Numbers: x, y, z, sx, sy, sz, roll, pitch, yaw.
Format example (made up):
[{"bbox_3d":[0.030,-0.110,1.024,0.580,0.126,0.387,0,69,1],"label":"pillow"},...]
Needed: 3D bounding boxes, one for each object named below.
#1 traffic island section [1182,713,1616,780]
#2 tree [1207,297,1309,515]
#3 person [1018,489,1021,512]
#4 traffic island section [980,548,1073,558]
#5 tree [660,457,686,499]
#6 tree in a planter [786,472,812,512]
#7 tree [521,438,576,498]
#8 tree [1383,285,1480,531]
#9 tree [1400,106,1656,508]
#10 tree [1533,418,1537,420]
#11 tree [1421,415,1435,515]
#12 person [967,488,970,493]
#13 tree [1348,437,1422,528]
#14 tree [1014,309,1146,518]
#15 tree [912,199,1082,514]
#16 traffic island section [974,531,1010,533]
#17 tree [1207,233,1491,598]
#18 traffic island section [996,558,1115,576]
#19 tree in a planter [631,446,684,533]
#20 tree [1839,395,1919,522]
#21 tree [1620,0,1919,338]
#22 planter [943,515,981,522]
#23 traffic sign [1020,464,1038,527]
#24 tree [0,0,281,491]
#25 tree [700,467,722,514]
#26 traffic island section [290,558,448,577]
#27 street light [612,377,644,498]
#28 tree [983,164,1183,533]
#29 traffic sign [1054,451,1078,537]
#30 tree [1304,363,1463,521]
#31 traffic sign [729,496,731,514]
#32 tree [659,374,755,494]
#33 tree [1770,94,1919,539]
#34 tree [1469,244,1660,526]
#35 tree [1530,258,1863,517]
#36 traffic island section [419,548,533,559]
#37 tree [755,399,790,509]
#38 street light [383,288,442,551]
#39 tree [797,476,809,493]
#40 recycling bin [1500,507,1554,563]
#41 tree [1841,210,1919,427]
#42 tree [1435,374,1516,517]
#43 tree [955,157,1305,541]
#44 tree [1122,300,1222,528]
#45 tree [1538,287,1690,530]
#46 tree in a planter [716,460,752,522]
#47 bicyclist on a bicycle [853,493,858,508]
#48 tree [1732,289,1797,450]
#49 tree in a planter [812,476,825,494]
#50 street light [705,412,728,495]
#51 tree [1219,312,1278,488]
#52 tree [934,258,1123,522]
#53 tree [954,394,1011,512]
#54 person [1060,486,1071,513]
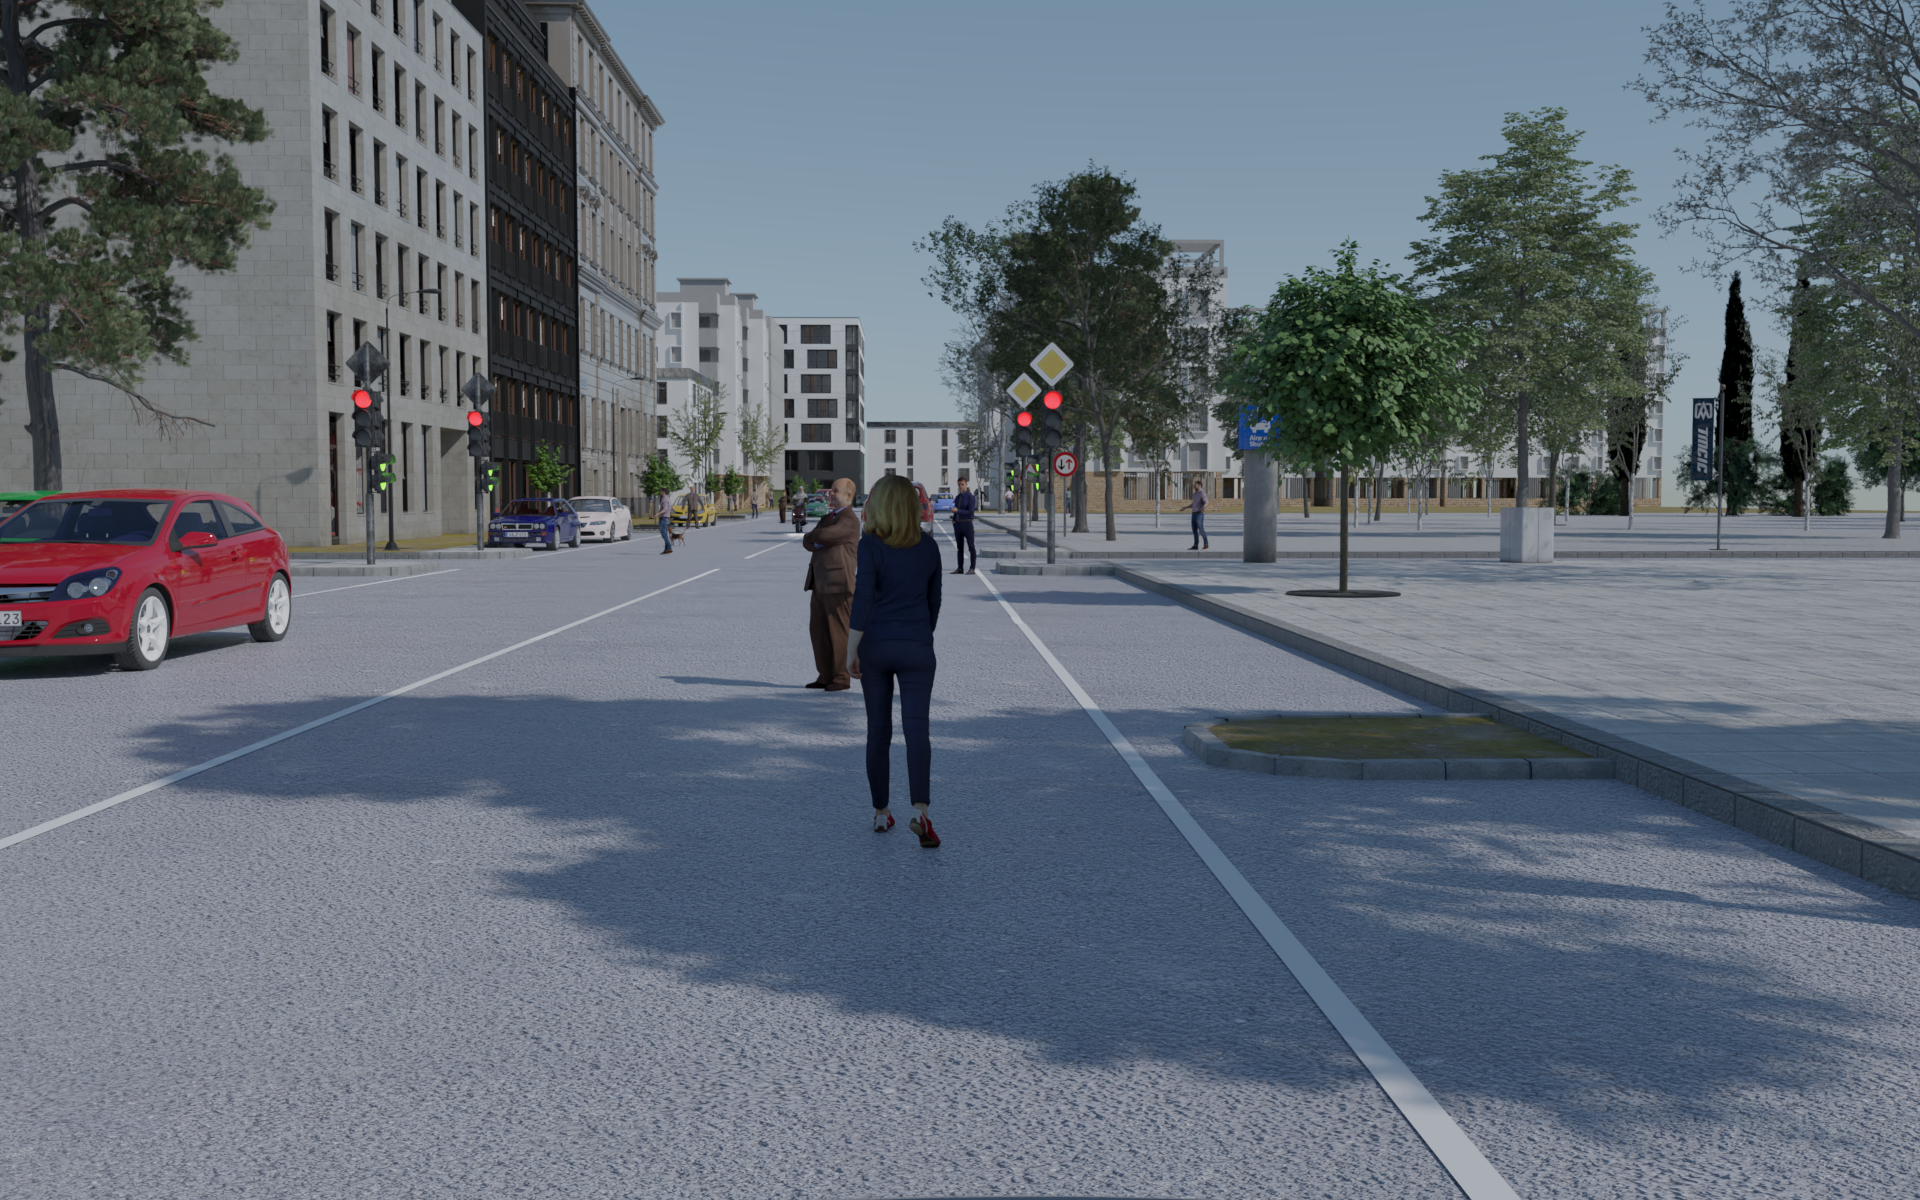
[{"bbox_3d":[2.290,0.807,9.675,1.991,0.108,1.994,0,4,-2],"label":"traffic island section"},{"bbox_3d":[19.691,-12.320,108.091,9.857,13.997,8.962,0,3,0],"label":"tree"},{"bbox_3d":[4.457,-7.392,126.537,0.705,1.869,1.348,0,4,8],"label":"person"},{"bbox_3d":[1.481,-1.074,39.847,2.009,0.180,2.903,0,4,-2],"label":"traffic island section"},{"bbox_3d":[-15.185,-5.821,89.769,1.663,3.219,1.824,0,3,0],"label":"tree"},{"bbox_3d":[-13.363,-8.806,141.202,1.991,3.239,1.994,0,4,-2],"label":"tree in a planter"},{"bbox_3d":[-14.465,-4.007,60.113,1.663,3.219,1.824,0,3,0],"label":"tree"},{"bbox_3d":[16.088,-6.723,60.287,4.360,8.622,3.978,0,3,0],"label":"tree"},{"bbox_3d":[16.624,-8.141,51.225,7.486,12.596,7.792,0,3,0],"label":"tree"},{"bbox_3d":[28.937,-8.057,82.089,4.360,8.622,3.978,0,3,0],"label":"tree"},{"bbox_3d":[17.421,-7.587,74.416,4.737,8.622,4.395,0,3,0],"label":"tree"},{"bbox_3d":[0.699,-9.449,160.539,1.348,1.824,0.705,1,4,13],"label":"person"},{"bbox_3d":[14.813,-7.048,65.605,4.737,8.622,4.395,0,3,0],"label":"tree"},{"bbox_3d":[6.601,-10.761,94.070,7.486,12.596,7.792,0,3,0],"label":"tree"},{"bbox_3d":[3.912,-15.509,109.455,12.611,20.169,13.585,0,3,0],"label":"tree"},{"bbox_3d":[0.818,-2.547,64.503,1.991,0.108,1.994,0,4,-2],"label":"traffic island section"},{"bbox_3d":[4.823,-2.341,21.992,4.285,4.588,4.351,0,3,0],"label":"tree"},{"bbox_3d":[1.695,-0.586,31.865,2.009,0.180,2.903,0,4,-2],"label":"traffic island section"},{"bbox_3d":[-11.295,-4.089,64.074,1.991,3.239,1.994,0,4,-2],"label":"tree in a planter"},{"bbox_3d":[49.854,-7.462,84.904,11.467,7.101,20.602,2,4,29],"label":"tree"},{"bbox_3d":[14.797,-6.981,24.508,12.009,13.543,11.850,0,3,0],"label":"tree"},{"bbox_3d":[0.098,-4.299,91.431,1.991,0.319,1.994,0,4,-2],"label":"planter"},{"bbox_3d":[2.713,-4.095,66.961,0.884,2.594,0.081,0,4,5],"label":"traffic sign"},{"bbox_3d":[-13.520,-6.315,25.302,6.751,12.117,7.091,0,3,0],"label":"tree"},{"bbox_3d":[-16.216,-7.189,112.144,1.663,3.219,1.824,0,3,0],"label":"tree"},{"bbox_3d":[-10.742,-0.566,31.537,2.009,0.180,2.903,0,4,-2],"label":"traffic island section"},{"bbox_3d":[-13.220,-5.889,68.823,1.470,5.913,1.316,0,4,-2],"label":"street light"},{"bbox_3d":[4.006,-8.271,57.286,6.751,12.117,7.091,0,3,0],"label":"tree"},{"bbox_3d":[3.143,-3.164,51.831,0.768,2.556,0.104,0,4,0],"label":"traffic sign"},{"bbox_3d":[20.196,-9.041,82.227,7.601,10.594,8.767,2,4,33],"label":"tree"},{"bbox_3d":[-14.647,-6.745,110.286,0.884,2.594,0.081,0,4,0],"label":"traffic sign"},{"bbox_3d":[-15.853,-9.497,105.643,4.737,8.622,4.395,0,3,0],"label":"tree"},{"bbox_3d":[27.263,-8.055,49.830,7.486,12.596,7.792,0,3,0],"label":"tree"},{"bbox_3d":[24.268,-8.836,70.217,9.928,11.665,9.643,0,3,0],"label":"tree"},{"bbox_3d":[43.522,-12.185,101.051,18.604,14.587,13.155,1,4,10],"label":"tree"},{"bbox_3d":[-10.956,-1.054,39.519,2.009,0.180,2.903,0,4,-2],"label":"traffic island section"},{"bbox_3d":[-15.372,-11.128,132.309,4.737,8.622,4.395,0,3,0],"label":"tree"},{"bbox_3d":[-12.394,-4.079,39.237,1.470,5.913,1.316,0,4,-2],"label":"street light"},{"bbox_3d":[-17.227,-11.919,189.468,1.663,3.219,1.824,0,3,0],"label":"tree"},{"bbox_3d":[10.640,-1.221,32.516,0.722,1.027,0.722,-1,4,-16],"label":"recycling bin"},{"bbox_3d":[23.772,-5.627,42.371,4.360,8.622,3.978,0,3,0],"label":"tree"},{"bbox_3d":[29.339,-8.926,96.302,4.737,8.622,4.395,0,3,0],"label":"tree"},{"bbox_3d":[4.149,-6.917,47.507,8.767,10.594,7.601,0,4,-2],"label":"tree"},{"bbox_3d":[7.658,-6.996,64.747,4.360,8.622,3.978,0,3,0],"label":"tree"},{"bbox_3d":[23.819,-6.818,61.831,4.360,8.622,3.978,0,3,0],"label":"tree"},{"bbox_3d":[-12.026,-5.750,91.233,1.991,3.239,1.994,0,4,-2],"label":"tree in a planter"},{"bbox_3d":[-10.822,-10.282,178.127,1.499,1.676,1.625,0,4,0],"label":"bicyclist on a bicycle"},{"bbox_3d":[29.461,-6.734,60.463,4.360,8.622,3.978,0,3,0],"label":"tree"},{"bbox_3d":[-14.087,-10.457,168.186,1.991,3.239,1.994,0,4,-2],"label":"tree in a planter"},{"bbox_3d":[-13.877,-7.692,98.311,1.470,5.913,1.316,0,4,-2],"label":"street light"},{"bbox_3d":[12.647,-7.344,70.444,4.737,8.622,4.395,0,3,0],"label":"tree"},{"bbox_3d":[3.667,-10.435,80.983,12.009,13.543,11.850,0,3,0],"label":"tree"},{"bbox_3d":[1.449,-10.614,123.900,4.360,8.622,3.978,0,3,0],"label":"tree"},{"bbox_3d":[7.344,-6.799,117.282,1.350,1.814,0.705,-2,4,-28],"label":"person"}]
